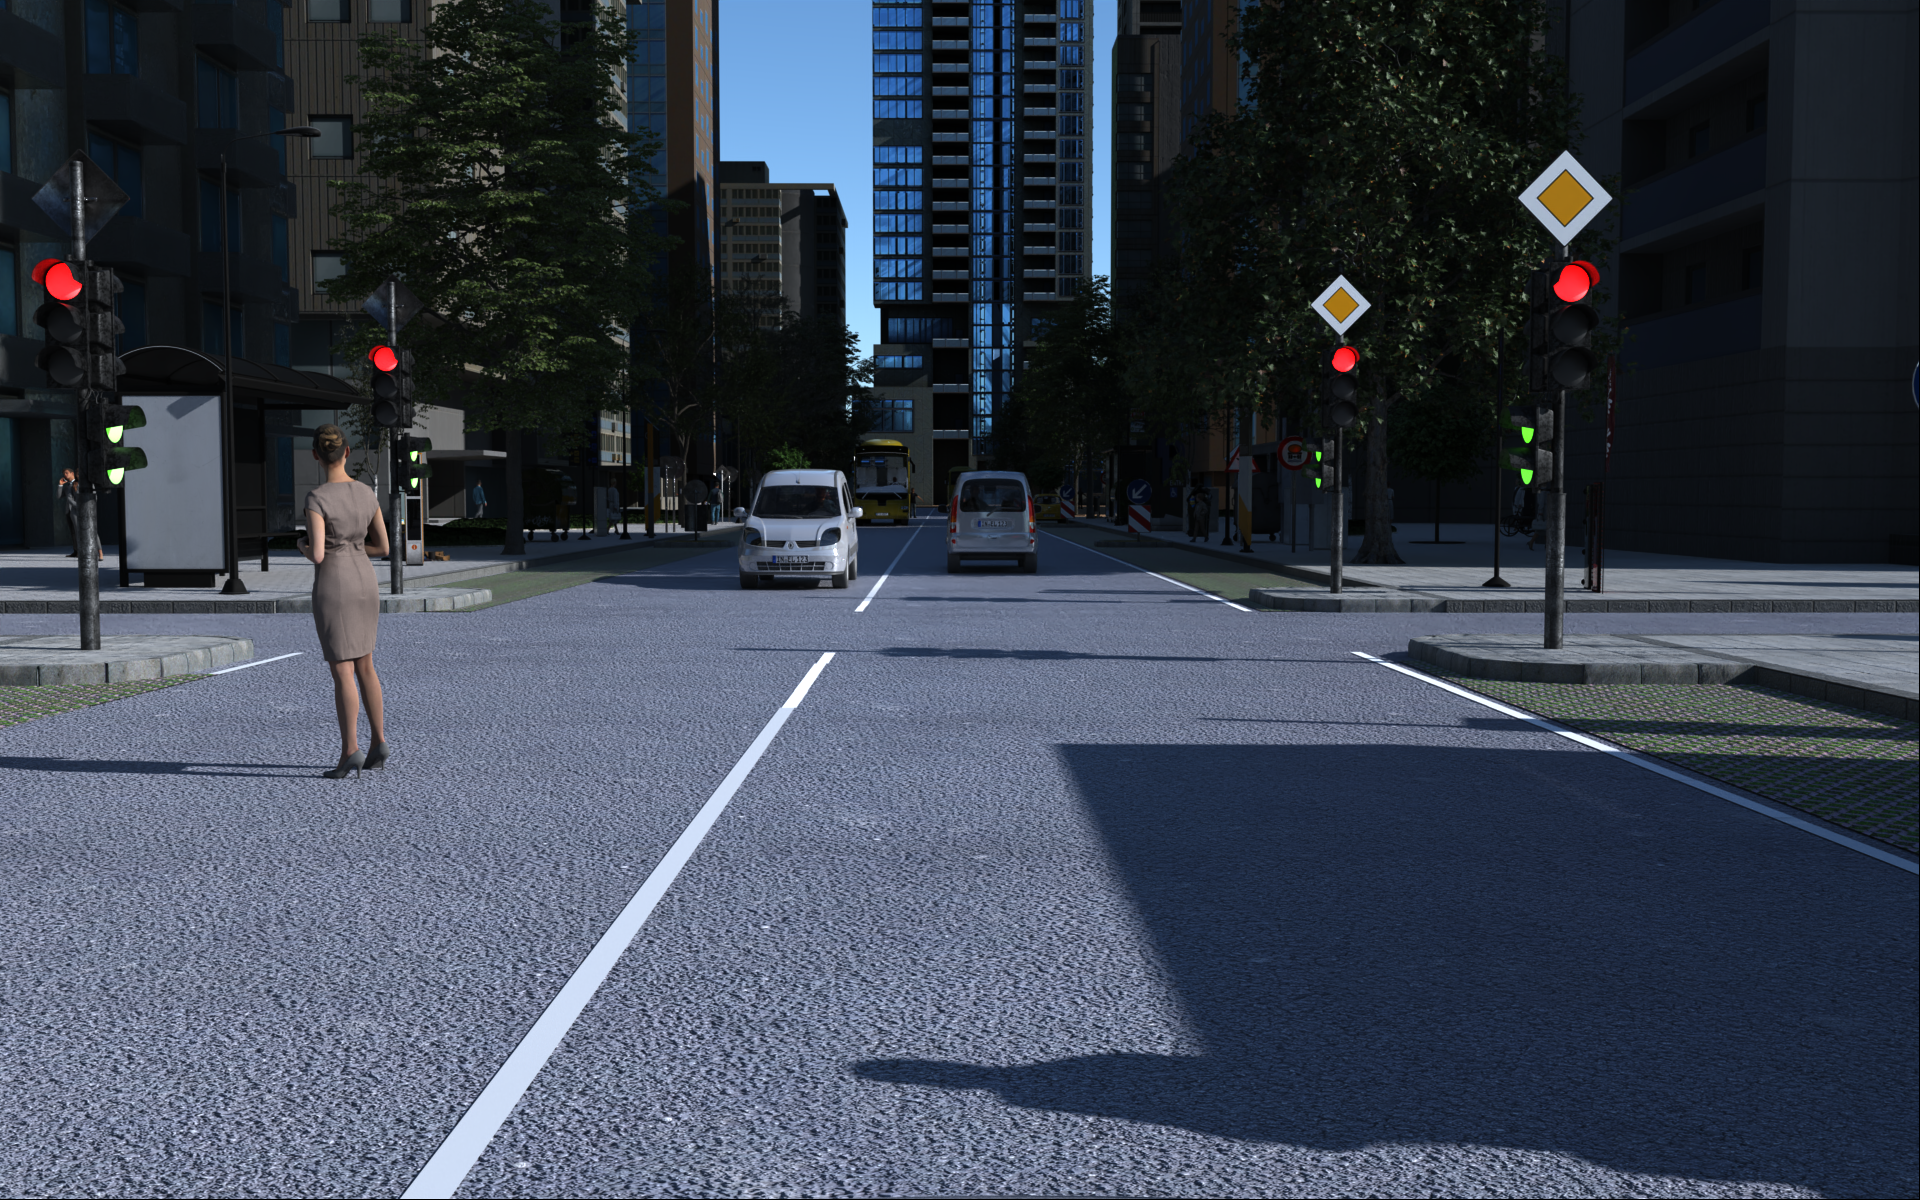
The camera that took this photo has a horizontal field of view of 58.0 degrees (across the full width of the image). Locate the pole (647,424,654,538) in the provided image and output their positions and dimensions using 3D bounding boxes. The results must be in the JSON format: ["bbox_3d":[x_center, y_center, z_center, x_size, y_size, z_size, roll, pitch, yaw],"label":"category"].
[{"bbox_3d":[-8.959,-3.445,50.174,0.158,3.312,0.155,0,3,0],"label":"pole"}]

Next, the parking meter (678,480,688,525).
[{"bbox_3d":[-11.484,-4.042,71.804,0.399,1.863,0.255,0,4,-2],"label":"parking meter"}]

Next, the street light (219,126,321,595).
[{"bbox_3d":[-8.772,-3.028,22.045,1.470,5.913,1.316,0,4,0],"label":"street light"}]

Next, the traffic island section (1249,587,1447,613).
[{"bbox_3d":[4.882,-0.006,22.378,2.009,0.180,2.903,0,4,0],"label":"traffic island section"}]

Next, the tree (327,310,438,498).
[{"bbox_3d":[-22.415,-7.108,66.570,4.360,8.622,3.978,0,3,0],"label":"tree"}]

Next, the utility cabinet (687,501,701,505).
[{"bbox_3d":[-12.119,-4.112,78.387,0.306,1.237,1.020,-3,5,-44],"label":"utility cabinet"}]

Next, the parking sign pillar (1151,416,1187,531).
[{"bbox_3d":[7.273,-4.381,60.100,1.447,3.967,1.447,-3,4,-37],"label":"parking sign pillar"}]

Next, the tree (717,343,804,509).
[{"bbox_3d":[-9.779,-8.092,82.672,4.737,8.622,4.395,0,3,0],"label":"tree"}]

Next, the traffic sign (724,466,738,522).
[{"bbox_3d":[-10.516,-4.820,78.915,0.768,2.556,0.104,0,4,2],"label":"traffic sign"}]

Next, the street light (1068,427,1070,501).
[{"bbox_3d":[5.583,-7.616,97.054,1.470,5.913,1.316,0,4,0],"label":"street light"}]

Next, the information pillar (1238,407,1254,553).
[{"bbox_3d":[6.274,-2.854,38.015,0.183,3.616,0.504,-1,4,-17],"label":"information pillar"}]

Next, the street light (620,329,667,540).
[{"bbox_3d":[-8.931,-4.666,48.834,1.470,5.913,1.316,0,4,0],"label":"street light"}]

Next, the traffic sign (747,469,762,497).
[{"bbox_3d":[-10.463,-5.384,88.134,0.768,2.556,0.104,0,3,0],"label":"traffic sign"}]

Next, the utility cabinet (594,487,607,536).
[{"bbox_3d":[-10.957,-2.700,52.826,0.318,1.500,1.173,-1,4,-16],"label":"utility cabinet"}]

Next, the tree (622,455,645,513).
[{"bbox_3d":[-14.132,-5.103,78.036,1.663,3.219,1.824,0,3,0],"label":"tree"}]

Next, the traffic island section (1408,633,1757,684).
[{"bbox_3d":[4.952,0.482,14.393,2.009,0.180,2.903,0,4,0],"label":"traffic island section"}]

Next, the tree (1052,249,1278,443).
[{"bbox_3d":[7.623,-7.985,64.970,8.767,10.594,7.601,0,4,1],"label":"tree"}]

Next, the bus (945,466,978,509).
[{"bbox_3d":[0.172,-9.897,153.361,2.896,3.916,12.252,0,4,-1],"label":"bus"}]

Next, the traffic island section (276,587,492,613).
[{"bbox_3d":[-7.259,0.000,22.277,2.009,0.180,2.903,0,4,0],"label":"traffic island section"}]

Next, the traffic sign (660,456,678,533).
[{"bbox_3d":[-9.734,-3.503,57.387,0.768,2.556,0.104,0,4,3],"label":"traffic sign"}]

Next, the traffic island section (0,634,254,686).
[{"bbox_3d":[-7.189,0.489,14.292,2.009,0.180,2.903,0,4,0],"label":"traffic island section"}]

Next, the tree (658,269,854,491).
[{"bbox_3d":[-11.018,-11.248,94.282,12.009,13.543,11.850,0,3,0],"label":"tree"}]

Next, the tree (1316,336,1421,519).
[{"bbox_3d":[15.059,-7.051,65.644,4.360,8.622,3.978,0,3,0],"label":"tree"}]

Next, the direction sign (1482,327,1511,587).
[{"bbox_3d":[7.450,-1.954,23.947,0.379,3.537,0.876,1,4,14],"label":"direction sign"}]

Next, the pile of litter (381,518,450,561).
[{"bbox_3d":[-10.585,-1.202,33.618,1.176,0.858,1.719,-2,4,-34],"label":"pile of litter"}]

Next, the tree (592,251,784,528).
[{"bbox_3d":[-10.292,-8.033,65.754,8.767,10.594,7.601,2,4,25],"label":"tree"}]

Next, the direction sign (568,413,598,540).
[{"bbox_3d":[-10.540,-3.455,48.493,0.876,3.537,0.379,-3,4,-39],"label":"direction sign"}]

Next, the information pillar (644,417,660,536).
[{"bbox_3d":[-9.383,-3.754,52.739,0.504,3.616,0.183,1,4,14],"label":"information pillar"}]

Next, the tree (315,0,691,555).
[{"bbox_3d":[-9.631,-7.257,36.778,7.486,12.596,7.792,0,3,0],"label":"tree"}]

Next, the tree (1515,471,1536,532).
[{"bbox_3d":[19.536,-3.937,58.968,1.663,3.219,1.824,0,3,0],"label":"tree"}]

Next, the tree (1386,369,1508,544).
[{"bbox_3d":[12.528,-3.755,45.102,4.285,4.588,4.351,0,3,0],"label":"tree"}]

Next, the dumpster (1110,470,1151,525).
[{"bbox_3d":[7.070,-4.235,71.736,1.502,2.255,1.985,0,4,-1],"label":"dumpster"}]

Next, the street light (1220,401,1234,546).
[{"bbox_3d":[6.149,-4.320,43.173,1.470,5.913,1.316,0,4,0],"label":"street light"}]

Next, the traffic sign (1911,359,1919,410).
[{"bbox_3d":[8.011,-0.845,13.929,0.768,2.556,0.104,0,4,6],"label":"traffic sign"}]

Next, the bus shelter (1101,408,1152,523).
[{"bbox_3d":[7.587,-6.158,78.314,2.179,5.291,8.768,0,4,0],"label":"bus shelter"}]

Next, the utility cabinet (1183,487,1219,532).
[{"bbox_3d":[8.020,-2.994,57.636,1.173,1.500,0.318,-1,4,-18],"label":"utility cabinet"}]

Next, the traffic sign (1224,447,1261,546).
[{"bbox_3d":[6.913,-2.597,42.459,0.884,2.594,0.081,0,4,7],"label":"traffic sign"}]

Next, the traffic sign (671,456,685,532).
[{"bbox_3d":[-9.607,-3.549,58.136,0.768,2.556,0.104,0,4,5],"label":"traffic sign"}]

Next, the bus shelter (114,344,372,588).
[{"bbox_3d":[-10.792,-1.972,26.167,2.014,3.302,5.546,0,4,0],"label":"bus shelter"}]

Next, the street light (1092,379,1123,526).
[{"bbox_3d":[5.865,-5.958,69.961,1.470,5.913,1.316,0,4,0],"label":"street light"}]

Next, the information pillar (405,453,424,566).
[{"bbox_3d":[-9.765,-1.620,30.971,0.304,2.012,0.304,-1,4,-15],"label":"information pillar"}]

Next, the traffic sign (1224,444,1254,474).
[{"bbox_3d":[7.274,-2.773,45.067,0.795,2.593,0.064,0,4,1],"label":"traffic sign"}]

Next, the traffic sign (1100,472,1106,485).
[{"bbox_3d":[8.150,-5.859,95.894,0.768,2.556,0.104,1,4,9],"label":"traffic sign"}]

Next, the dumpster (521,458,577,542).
[{"bbox_3d":[-11.301,-2.712,46.841,1.502,2.255,1.985,0,4,-1],"label":"dumpster"}]

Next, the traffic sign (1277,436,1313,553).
[{"bbox_3d":[7.299,-2.307,37.824,0.768,2.556,0.104,1,4,8],"label":"traffic sign"}]

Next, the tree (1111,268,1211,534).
[{"bbox_3d":[7.002,-6.386,54.772,4.737,8.622,4.395,0,3,0],"label":"tree"}]

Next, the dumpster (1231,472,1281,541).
[{"bbox_3d":[8.008,-2.476,46.239,1.264,1.857,1.865,0,4,-1],"label":"dumpster"}]

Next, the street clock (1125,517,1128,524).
[{"bbox_3d":[7.140,-4.213,73.451,0.471,2.002,0.358,2,4,30],"label":"street clock"}]

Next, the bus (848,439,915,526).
[{"bbox_3d":[-3.656,-5.490,81.312,2.896,3.916,12.252,0,4,-2],"label":"bus"}]

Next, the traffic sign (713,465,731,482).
[{"bbox_3d":[-10.585,-4.726,77.001,0.795,2.593,0.064,0,4,4],"label":"traffic sign"}]

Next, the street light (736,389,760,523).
[{"bbox_3d":[-9.135,-6.308,75.670,1.470,5.913,1.316,0,4,0],"label":"street light"}]

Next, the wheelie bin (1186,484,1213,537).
[{"bbox_3d":[7.228,-2.711,52.225,0.693,1.594,0.980,1,4,21],"label":"wheelie bin"}]

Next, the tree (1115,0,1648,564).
[{"bbox_3d":[7.605,-7.014,31.691,9.611,12.733,9.660,0,3,0],"label":"tree"}]
